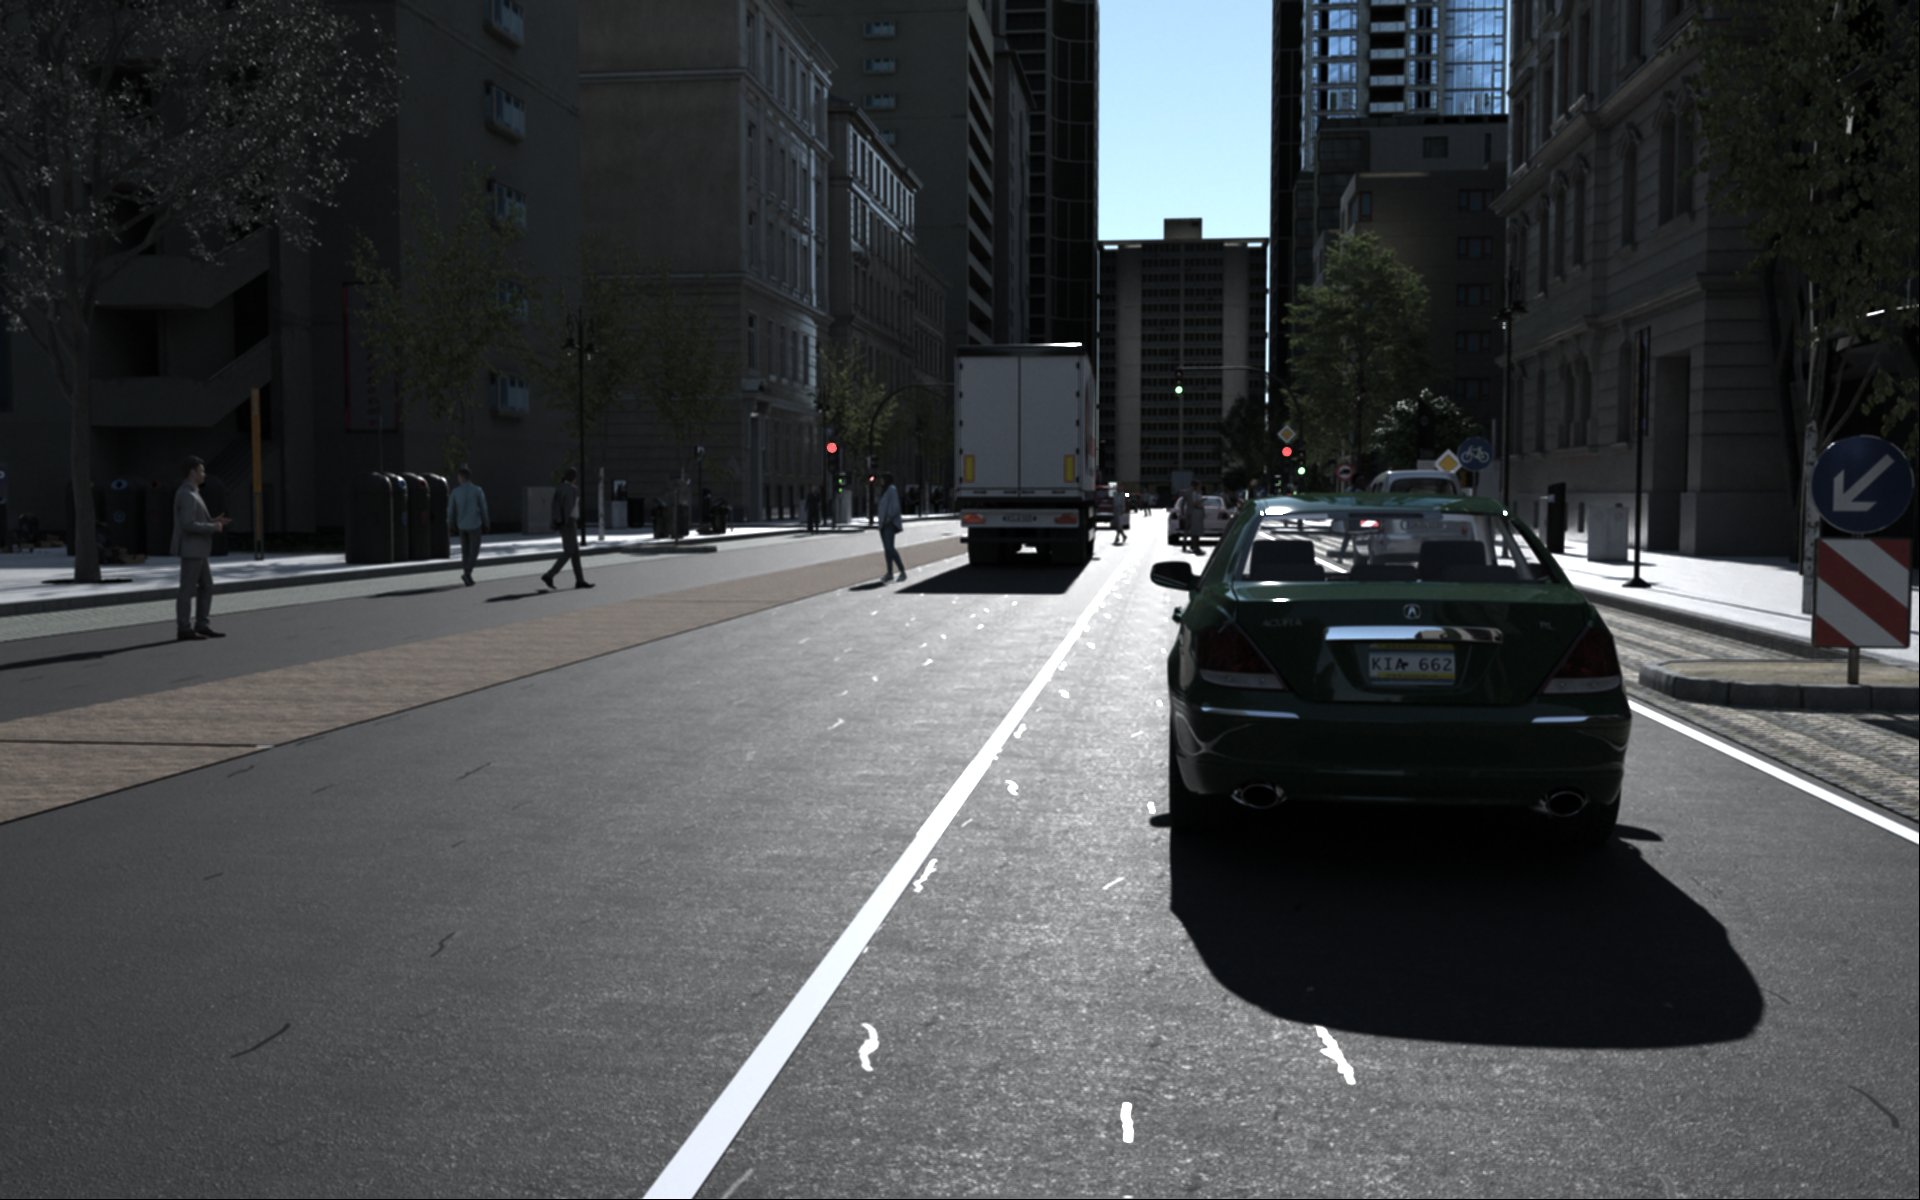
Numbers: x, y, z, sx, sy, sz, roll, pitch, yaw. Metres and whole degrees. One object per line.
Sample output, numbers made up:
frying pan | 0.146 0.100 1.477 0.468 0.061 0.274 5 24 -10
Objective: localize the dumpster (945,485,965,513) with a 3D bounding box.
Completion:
dumpster | -0.331 -6.764 116.355 1.264 1.857 1.865 0 4 7

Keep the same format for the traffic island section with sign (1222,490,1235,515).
traffic island section with sign | 19.535 -6.876 121.043 1.989 1.847 2.006 0 4 7

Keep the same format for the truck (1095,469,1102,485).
truck | 14.617 -12.611 195.100 2.839 4.237 11.283 0 4 6

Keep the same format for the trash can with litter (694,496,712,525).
trash can with litter | -10.811 -3.814 73.421 1.678 1.210 2.233 0 4 -8

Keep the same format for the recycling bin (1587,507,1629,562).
recycling bin | 12.415 -1.263 33.204 0.722 1.027 0.722 1 4 20

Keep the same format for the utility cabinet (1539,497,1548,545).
utility cabinet | 14.785 -1.975 43.455 0.306 1.237 1.020 0 4 6

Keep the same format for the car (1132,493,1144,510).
car | 16.079 -9.239 160.091 2.155 1.783 4.494 0 4 7

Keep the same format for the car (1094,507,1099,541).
car | 2.976 -2.372 50.579 2.131 1.459 4.920 0 4 7

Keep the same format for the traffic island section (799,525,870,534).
traffic island section | -4.686 -2.555 64.056 2.009 0.180 2.903 0 4 7

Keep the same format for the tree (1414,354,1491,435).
tree | 25.363 -8.569 90.472 4.360 8.622 3.978 0 3 0

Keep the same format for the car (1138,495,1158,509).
car | 18.722 -9.819 172.901 2.083 1.381 4.827 0 4 8

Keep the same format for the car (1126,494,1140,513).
car | 12.903 -7.509 134.564 2.131 1.459 4.920 0 4 6

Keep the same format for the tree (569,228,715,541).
tree | -10.115 -5.950 47.647 4.737 8.622 4.395 0 3 0

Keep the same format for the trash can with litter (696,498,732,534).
trash can with litter | -7.869 -2.686 55.297 1.055 1.170 0.624 -3 5 -41

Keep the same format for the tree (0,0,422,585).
tree | -12.746 -6.988 24.622 12.009 13.543 11.850 0 3 0

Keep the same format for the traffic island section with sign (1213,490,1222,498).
traffic island section with sign | 29.146 -11.592 198.153 1.989 1.847 2.006 0 4 7

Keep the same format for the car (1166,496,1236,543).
car | 7.169 -2.403 51.651 2.083 1.381 4.827 1 4 9

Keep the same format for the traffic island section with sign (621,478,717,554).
traffic island section with sign | -7.048 -2.066 42.410 1.989 1.847 2.006 0 4 7

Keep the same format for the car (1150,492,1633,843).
car | 1.996 0.193 8.638 2.131 1.459 4.920 1 4 8

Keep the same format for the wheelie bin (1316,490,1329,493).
wheelie bin | 19.170 -5.135 91.861 0.980 1.594 0.693 0 4 -5

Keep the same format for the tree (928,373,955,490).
tree | -1.739 -9.369 103.551 4.737 8.622 4.395 0 3 0

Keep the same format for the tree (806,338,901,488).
tree | -5.222 -8.037 81.767 4.360 8.622 3.978 0 3 0

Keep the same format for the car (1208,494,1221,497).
car | 27.592 -10.937 187.610 1.959 1.807 4.718 1 4 8

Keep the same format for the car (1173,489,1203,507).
car | 17.585 -7.648 133.711 2.281 1.827 5.304 1 4 8

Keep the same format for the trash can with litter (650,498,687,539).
trash can with litter | -8.371 -2.355 49.892 1.055 1.170 0.624 1 4 18

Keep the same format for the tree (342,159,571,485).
tree | -10.979 -5.319 37.333 4.737 8.622 4.395 0 3 0

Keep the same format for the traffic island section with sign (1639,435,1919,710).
traffic island section with sign | 6.020 -0.229 12.376 1.989 1.847 2.006 0 4 7

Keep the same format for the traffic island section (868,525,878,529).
traffic island section | -3.699 -3.040 71.980 2.009 0.180 2.903 0 4 7

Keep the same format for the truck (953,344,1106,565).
truck | 1.693 -3.009 38.112 2.839 4.237 11.283 0 4 6

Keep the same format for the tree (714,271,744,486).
tree | -8.453 -6.271 52.897 4.737 8.622 4.395 0 3 0

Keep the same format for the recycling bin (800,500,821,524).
recycling bin | -6.503 -3.843 75.384 0.722 1.027 0.722 1 4 21

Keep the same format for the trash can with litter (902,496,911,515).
trash can with litter | -3.268 -5.859 107.182 0.624 1.170 1.055 -1 4 -10

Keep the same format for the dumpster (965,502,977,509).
dumpster | 0.537 -7.357 122.779 1.502 2.255 1.985 0 4 7

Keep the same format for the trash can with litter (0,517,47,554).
trash can with litter | -20.918 -1.653 38.086 1.678 1.210 2.233 -1 4 -21

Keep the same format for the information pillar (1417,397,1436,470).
information pillar | 11.320 -3.106 42.131 0.504 3.616 0.183 -1 4 -21

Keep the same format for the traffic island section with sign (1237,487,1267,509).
traffic island section with sign | 16.204 -5.240 94.294 1.989 1.847 2.006 0 4 7

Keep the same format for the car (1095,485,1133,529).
car | 6.211 -3.974 73.648 2.281 1.827 5.304 0 4 5

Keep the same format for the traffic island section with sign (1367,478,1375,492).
traffic island section with sign | 9.340 -1.865 39.127 1.989 1.847 2.006 0 4 7

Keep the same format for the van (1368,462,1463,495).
van | 8.224 -1.517 31.815 2.013 2.044 4.112 0 4 7

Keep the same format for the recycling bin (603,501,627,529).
recycling bin | -12.648 -3.099 63.223 0.722 1.027 0.722 3 4 38

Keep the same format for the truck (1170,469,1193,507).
truck | 25.462 -12.827 198.641 2.839 4.237 11.283 0 4 7

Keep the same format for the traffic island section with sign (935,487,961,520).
traffic island section with sign | -0.281 -5.387 96.708 1.989 1.847 2.006 0 4 7
